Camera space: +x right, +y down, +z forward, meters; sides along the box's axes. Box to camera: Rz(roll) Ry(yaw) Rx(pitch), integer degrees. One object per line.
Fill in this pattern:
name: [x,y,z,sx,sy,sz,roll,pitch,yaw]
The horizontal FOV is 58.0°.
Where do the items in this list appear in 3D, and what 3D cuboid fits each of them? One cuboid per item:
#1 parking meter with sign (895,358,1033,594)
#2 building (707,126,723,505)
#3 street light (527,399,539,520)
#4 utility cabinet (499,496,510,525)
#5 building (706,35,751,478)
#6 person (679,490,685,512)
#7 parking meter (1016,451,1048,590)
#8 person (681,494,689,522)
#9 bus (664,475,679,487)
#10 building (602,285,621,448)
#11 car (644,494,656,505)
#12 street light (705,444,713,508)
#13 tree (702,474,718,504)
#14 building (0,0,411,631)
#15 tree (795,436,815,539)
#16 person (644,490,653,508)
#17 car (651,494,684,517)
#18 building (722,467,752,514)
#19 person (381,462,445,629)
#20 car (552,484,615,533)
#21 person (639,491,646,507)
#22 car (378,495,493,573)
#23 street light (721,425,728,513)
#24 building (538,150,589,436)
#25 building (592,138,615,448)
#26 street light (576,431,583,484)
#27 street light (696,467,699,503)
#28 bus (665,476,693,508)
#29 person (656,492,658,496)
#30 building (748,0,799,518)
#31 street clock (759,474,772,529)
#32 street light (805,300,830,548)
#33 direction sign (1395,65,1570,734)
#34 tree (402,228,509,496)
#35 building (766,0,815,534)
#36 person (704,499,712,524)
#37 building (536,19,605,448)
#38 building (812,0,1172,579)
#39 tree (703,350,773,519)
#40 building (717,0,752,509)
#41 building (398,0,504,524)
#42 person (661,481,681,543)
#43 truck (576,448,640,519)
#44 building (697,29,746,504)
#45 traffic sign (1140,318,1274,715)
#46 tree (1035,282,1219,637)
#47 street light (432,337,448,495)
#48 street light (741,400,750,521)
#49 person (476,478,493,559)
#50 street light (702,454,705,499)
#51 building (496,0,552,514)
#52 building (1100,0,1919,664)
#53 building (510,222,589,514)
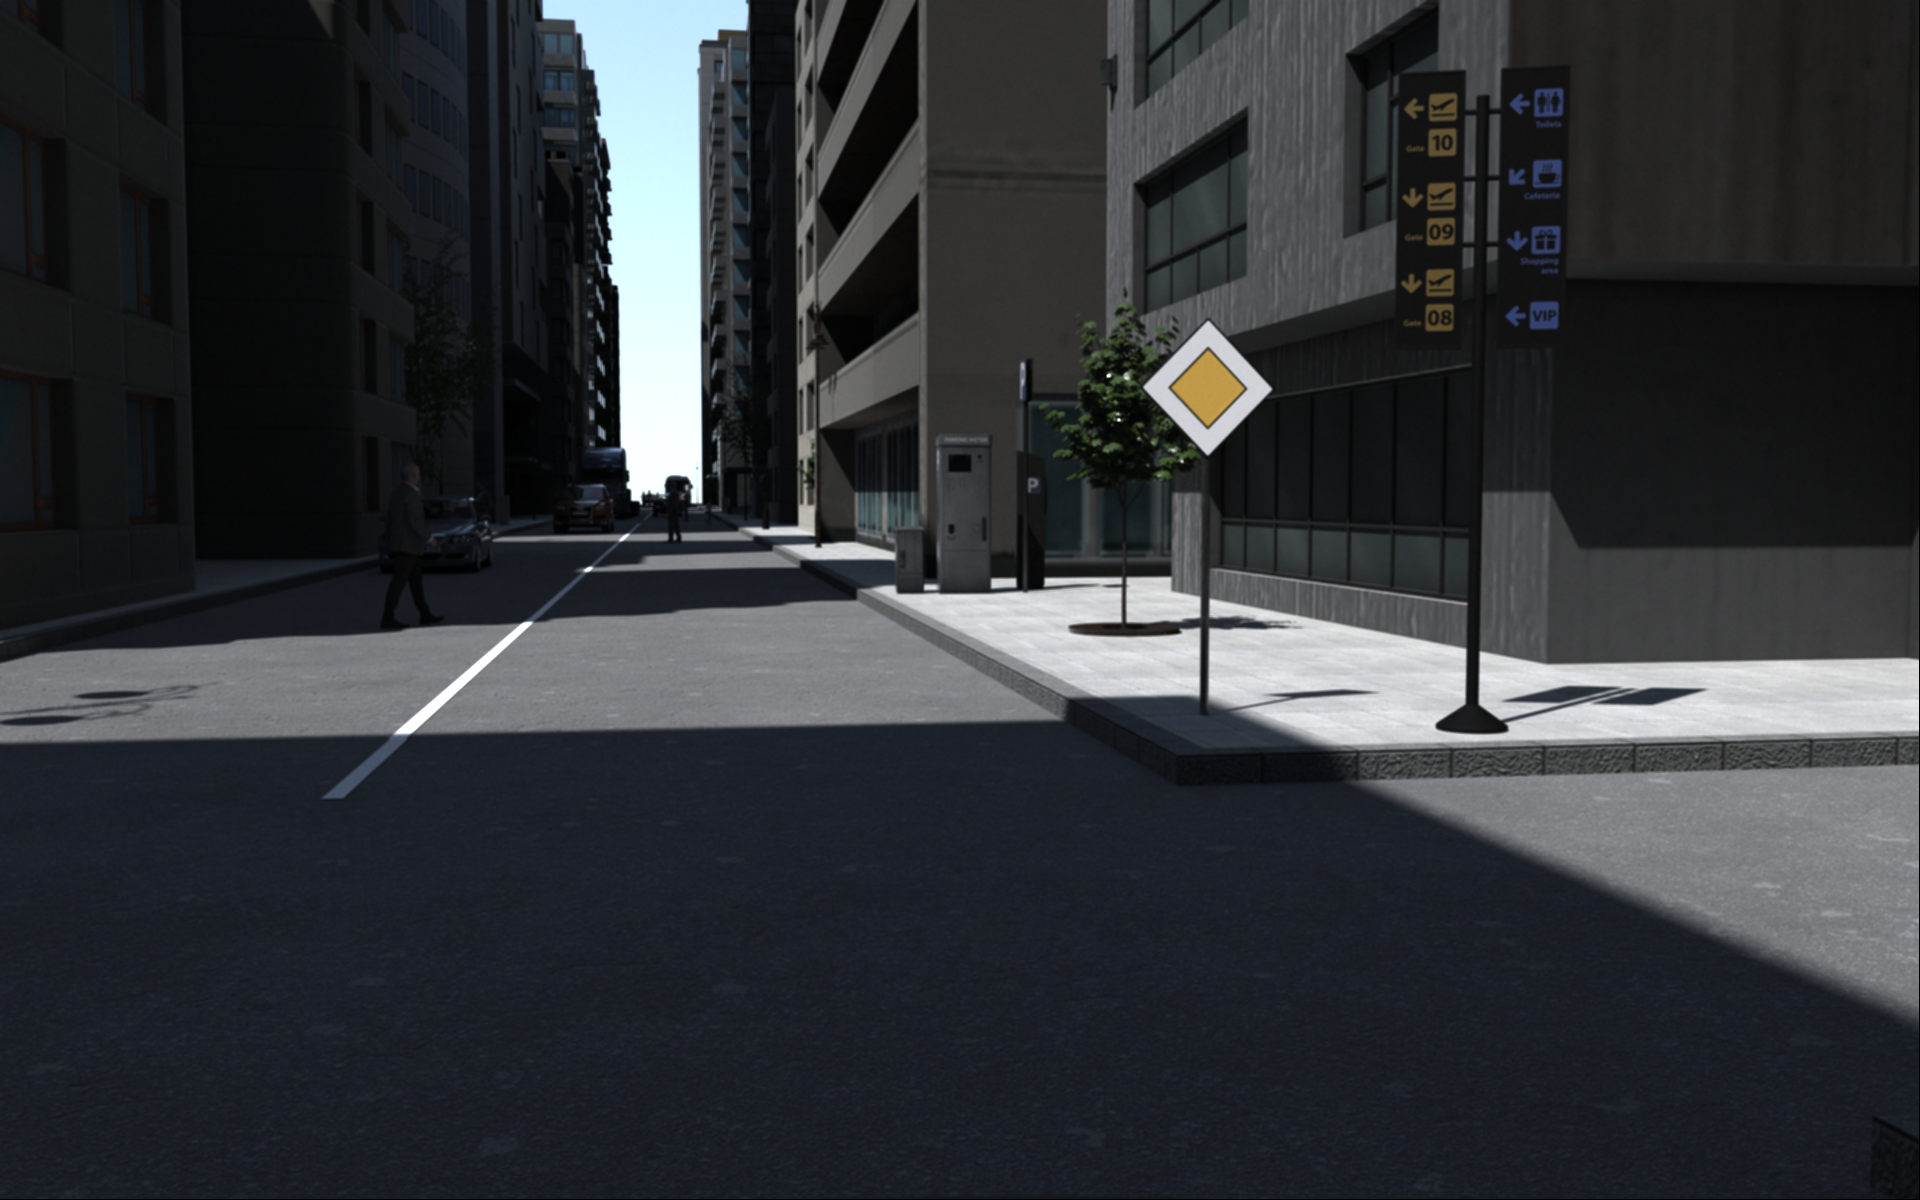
parking meter with sign: [0.034,-1.599,22.407,1.738,3.016,0.543,0,4,-7]
building: [-23.062,-34.097,207.602,14.600,45.320,14.200,-1,4,-9]
street light: [-20.884,-6.847,84.743,0.468,5.910,1.993,-1,4,-9]
utility cabinet: [-18.811,-3.692,71.527,0.306,1.237,1.020,0,4,-8]
building: [-15.333,-34.650,186.137,23.786,49.044,30.456,-1,4,-9]
person: [-21.587,-7.677,134.731,0.721,1.736,1.217,-3,5,-45]
parking meter: [0.969,-1.079,23.347,0.399,1.863,0.255,0,4,-5]
person: [-14.214,-4.761,89.571,0.599,1.433,0.991,-2,4,-29]
bus: [-37.369,-14.440,227.643,2.896,3.916,12.252,-1,4,-10]
building: [-52.296,-27.975,229.096,14.160,30.474,14.107,-1,4,-9]
car: [-39.366,-12.749,220.251,2.131,1.459,4.920,-1,4,-8]
street light: [-22.872,-11.391,159.030,0.468,5.910,1.993,-1,4,-9]
tree: [-23.852,-10.512,166.475,1.663,3.219,1.824,0,3,0]
building: [-24.727,-11.060,25.873,27.650,21.520,28.899,-1,4,-9]
tree: [-3.973,-3.370,49.699,1.663,3.219,1.824,0,3,0]
person: [-31.398,-10.178,174.909,1.348,1.824,0.705,3,5,39]
car: [-18.580,-6.009,110.049,2.131,1.459,4.920,-1,4,-9]
building: [0.011,-26.073,118.180,32.217,40.220,23.993,-1,4,-9]
person: [-5.894,-0.600,18.705,0.661,1.777,0.834,3,5,42]
car: [-14.036,-3.431,64.776,2.281,1.827,5.304,-1,4,-9]
person: [-35.009,-11.129,191.147,1.217,1.739,0.721,3,5,41]
car: [-9.924,-1.283,32.987,2.014,1.417,4.499,-1,4,-11]
street light: [-15.807,-8.790,116.506,0.468,5.910,1.993,-1,4,-9]
building: [-38.556,-22.800,144.482,14.160,30.474,14.107,-1,4,-9]
building: [-52.888,-33.774,206.824,22.147,44.769,28.867,-1,4,-9]
street light: [-27.821,-9.421,126.824,0.468,5.910,1.993,-1,4,-9]
street light: [-36.615,-16.427,241.369,0.468,5.910,1.993,-1,4,-9]
bus: [-30.228,-11.698,186.119,2.948,3.499,13.247,-1,4,-8]
person: [-40.627,-13.665,232.440,1.217,1.766,0.721,-3,5,-43]
building: [-4.928,-19.970,98.217,14.160,30.474,14.107,-1,4,-9]
street clock: [-7.084,-3.584,63.175,0.358,2.002,0.471,3,4,38]
street light: [-3.402,-4.199,41.447,0.468,5.910,1.993,-1,4,-9]
direction sign: [2.789,-1.060,9.333,0.876,3.537,0.379,1,4,12]
tree: [-14.576,-5.922,47.191,4.737,8.622,4.395,0,3,0]
building: [6.729,-13.822,71.022,27.650,21.520,28.899,-1,4,-9]
person: [-12.046,-4.245,82.916,0.382,1.210,0.505,0,4,-3]
building: [-48.215,-34.119,177.456,23.786,49.044,30.456,-1,4,-9]
building: [8.297,-25.267,36.817,21.300,48.544,21.600,-1,4,-9]
tree: [-10.698,-8.401,87.721,4.360,8.622,3.978,0,3,0]
building: [-8.712,-50.801,143.263,22.319,86.520,31.000,-1,4,-9]
building: [-28.662,-31.748,61.077,21.231,58.520,28.212,-1,4,-9]
person: [-8.524,-2.593,51.069,0.590,1.801,0.661,0,4,-2]
truck: [-21.278,-7.106,105.947,2.967,4.110,18.799,0,4,-8]
building: [-23.677,-41.991,228.554,21.231,58.520,28.212,-1,4,-9]
traffic sign: [1.415,-0.389,10.000,0.795,2.450,0.064,-1,4,-9]
tree: [1.413,-1.304,15.921,1.663,3.219,1.824,0,3,0]
street light: [-15.245,-4.770,50.776,0.468,5.910,1.993,-1,4,-9]
street light: [-10.348,-6.773,83.526,0.468,5.910,1.993,-1,4,-9]
person: [-10.038,-1.667,36.299,0.362,1.759,0.519,-3,5,-44]
street light: [-29.486,-13.855,199.320,0.468,5.910,1.993,-1,4,-9]
building: [-36.939,-30.829,93.286,28.713,52.752,27.495,-1,4,-9]
building: [9.788,-14.954,16.206,14.107,30.474,14.160,-1,4,-9]
building: [-41.110,-16.975,122.580,27.650,21.520,28.899,-1,4,-9]
